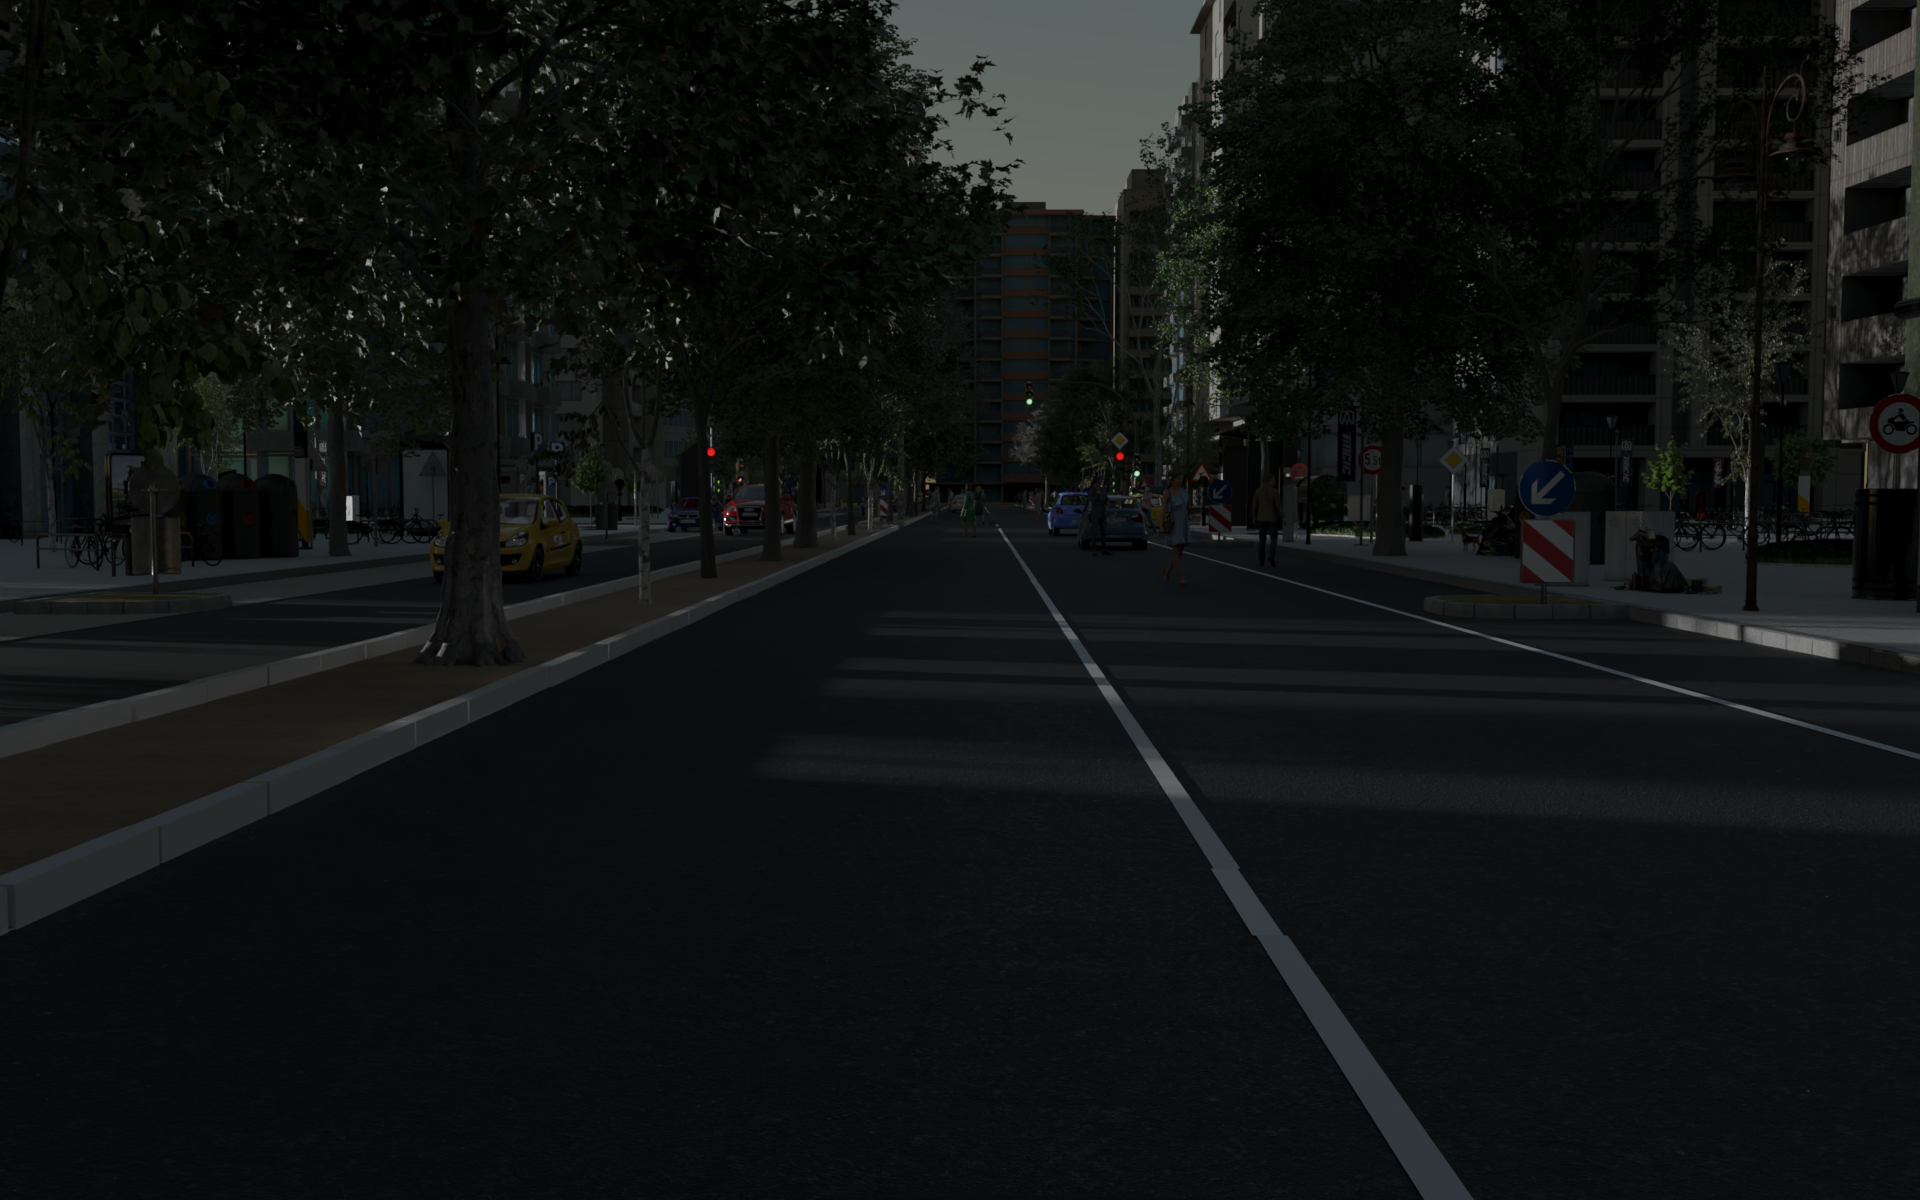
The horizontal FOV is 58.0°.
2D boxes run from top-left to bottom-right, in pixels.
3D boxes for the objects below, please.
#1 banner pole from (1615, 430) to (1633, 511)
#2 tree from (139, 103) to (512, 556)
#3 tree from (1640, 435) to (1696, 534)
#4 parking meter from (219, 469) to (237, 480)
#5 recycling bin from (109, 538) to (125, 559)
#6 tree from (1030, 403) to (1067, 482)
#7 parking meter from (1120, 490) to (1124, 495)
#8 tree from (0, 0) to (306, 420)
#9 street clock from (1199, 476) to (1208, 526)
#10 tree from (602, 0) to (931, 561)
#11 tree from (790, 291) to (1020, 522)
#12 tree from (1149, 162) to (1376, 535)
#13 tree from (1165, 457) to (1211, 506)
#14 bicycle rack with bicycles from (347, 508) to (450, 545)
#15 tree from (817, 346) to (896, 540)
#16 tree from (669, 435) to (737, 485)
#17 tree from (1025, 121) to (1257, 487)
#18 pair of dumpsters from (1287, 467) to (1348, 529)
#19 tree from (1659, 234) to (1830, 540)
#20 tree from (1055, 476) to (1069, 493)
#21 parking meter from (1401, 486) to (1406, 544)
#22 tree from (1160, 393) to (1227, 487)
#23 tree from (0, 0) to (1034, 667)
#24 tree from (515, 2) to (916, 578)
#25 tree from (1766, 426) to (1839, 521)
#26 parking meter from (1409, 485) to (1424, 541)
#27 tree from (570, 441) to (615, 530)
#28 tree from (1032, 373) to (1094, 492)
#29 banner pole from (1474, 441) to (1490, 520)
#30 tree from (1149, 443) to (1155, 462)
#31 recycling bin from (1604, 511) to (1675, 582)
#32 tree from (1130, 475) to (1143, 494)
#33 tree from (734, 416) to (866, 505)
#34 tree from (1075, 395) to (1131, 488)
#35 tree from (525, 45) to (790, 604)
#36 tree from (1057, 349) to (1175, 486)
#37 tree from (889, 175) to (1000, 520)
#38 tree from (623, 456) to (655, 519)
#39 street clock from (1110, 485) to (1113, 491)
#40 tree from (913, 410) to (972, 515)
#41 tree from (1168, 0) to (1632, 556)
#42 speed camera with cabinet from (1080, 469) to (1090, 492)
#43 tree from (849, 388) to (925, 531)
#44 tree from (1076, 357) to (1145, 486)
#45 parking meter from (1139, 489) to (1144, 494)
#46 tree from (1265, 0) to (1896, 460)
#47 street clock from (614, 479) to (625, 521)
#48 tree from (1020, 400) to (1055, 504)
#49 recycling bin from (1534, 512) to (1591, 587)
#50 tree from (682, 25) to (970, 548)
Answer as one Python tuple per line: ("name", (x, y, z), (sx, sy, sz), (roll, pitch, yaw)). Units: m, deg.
("banner pole", (25.976, -4.768, 67.981), (0.863, 3.779, 0.401), (0, 4, 4))
("tree", (-13.275, -7.173, 35.406), (7.486, 12.596, 7.792), (0, 3, 0))
("tree", (22.916, -3.728, 55.556), (1.663, 3.219, 1.824), (0, 3, 0))
("parking meter", (-17.291, -2.153, 40.905), (0.399, 1.863, 0.255), (-1, 4, -8))
("recycling bin", (-16.383, -1.335, 34.374), (0.722, 1.027, 0.722), (3, 5, 40))
("tree", (11.528, -16.197, 190.581), (9.928, 11.665, 9.643), (0, 3, 0))
("parking meter", (10.392, -6.379, 112.711), (0.372, 1.533, 0.369), (0, 3, 0))
("tree", (-4.171, -3.289, 6.602), (4.737, 8.622, 4.395), (0, 3, 0))
("street clock", (9.704, -3.945, 69.069), (0.358, 2.002, 0.471), (-1, 4, -14))
("tree", (-4.106, -7.116, 36.934), (7.486, 12.596, 7.792), (0, 3, 0))
("tree", (-3.340, -10.393, 82.754), (12.009, 13.543, 11.850), (0, 3, 0))
("tree", (9.516, -7.871, 54.444), (9.928, 11.665, 9.643), (0, 3, 0))
("tree", (18.795, -9.874, 145.146), (4.285, 4.588, 4.351), (0, 3, 0))
("bicycle rack with bicycles", (-14.477, -1.939, 45.089), (2.925, 0.926, 2.852), (-1, 4, -9))
("tree", (-3.941, -6.167, 53.644), (4.360, 8.622, 3.978), (0, 3, 0))
("tree", (-12.926, -6.347, 87.482), (4.285, 4.588, 4.351), (0, 3, 0))
("tree", (9.766, -14.385, 91.092), (12.611, 20.169, 13.585), (0, 3, 0))
("pair of dumpsters", (13.144, -3.753, 63.849), (1.574, 2.255, 4.437), (0, 4, 1))
("tree", (21.864, -5.998, 48.426), (4.360, 8.622, 3.978), (0, 3, 0))
("tree", (9.950, -10.615, 168.150), (1.663, 3.219, 1.824), (0, 3, 0))
("parking meter", (9.876, -1.877, 39.108), (0.372, 1.533, 0.369), (0, 3, 0))
("tree", (17.555, -10.698, 125.282), (4.737, 8.622, 4.395), (0, 3, 0))
("tree", (-4.140, -5.812, 14.499), (9.611, 12.733, 9.660), (0, 3, 0))
("tree", (-4.229, -5.657, 29.366), (8.767, 10.594, 7.601), (0, 4, 1))
("tree", (40.817, -6.136, 84.045), (4.285, 4.588, 4.351), (0, 3, 0))
("parking meter", (12.385, -2.361, 47.012), (0.372, 1.533, 0.369), (0, 3, 0))
("tree", (-14.026, -4.358, 65.850), (1.663, 3.219, 1.824), (0, 3, 0))
("tree", (10.676, -14.857, 161.038), (7.486, 12.596, 7.792), (0, 3, 0))
("banner pole", (24.805, -5.654, 82.462), (0.863, 3.779, 0.401), (1, 4, 14))
("tree", (16.770, -11.234, 134.036), (4.737, 8.622, 4.395), (0, 3, 0))
("recycling bin", (9.971, -0.786, 25.412), (0.722, 1.027, 0.722), (-3, 4, -38))
("tree", (15.566, -9.576, 151.172), (1.663, 3.219, 1.824), (0, 3, 0))
("tree", (-12.713, -12.047, 122.721), (9.928, 11.665, 9.643), (0, 3, 0))
("tree", (9.700, -10.276, 118.367), (4.737, 8.622, 4.395), (0, 3, 0))
("tree", (-4.085, -4.254, 22.369), (4.360, 8.622, 3.978), (0, 3, 0))
("tree", (10.035, -10.752, 110.215), (8.767, 10.594, 7.601), (2, 4, 33))
("tree", (-4.457, -14.518, 95.716), (12.611, 20.169, 13.585), (0, 3, 0))
("tree", (-16.436, -5.694, 87.694), (1.663, 3.219, 1.824), (0, 3, 0))
("street clock", (11.490, -7.783, 131.821), (0.358, 2.002, 0.471), (0, 4, 5))
("tree", (-2.768, -12.791, 137.346), (9.928, 11.665, 9.643), (0, 3, 0))
("tree", (9.067, -7.900, 35.817), (9.857, 13.997, 8.962), (0, 3, 0))
("speed camera with cabinet", (9.952, -8.582, 134.657), (0.660, 3.252, 2.038), (-1, 4, -16))
("tree", (-3.415, -6.928, 66.086), (4.737, 8.622, 4.395), (0, 3, 0))
("tree", (10.660, -13.939, 144.908), (9.611, 12.733, 9.660), (0, 3, 0))
("parking meter", (9.970, -5.288, 94.874), (0.372, 1.533, 0.369), (0, 3, 0))
("tree", (8.749, -5.588, 25.772), (8.767, 10.594, 7.601), (1, 4, 12))
("street clock", (-16.096, -4.729, 81.897), (0.471, 2.002, 0.358), (-2, 4, -23))
("tree", (11.292, -19.244, 225.008), (12.009, 13.543, 11.850), (0, 3, 0))
("recycling bin", (8.464, -0.721, 24.348), (0.722, 1.027, 0.722), (1, 4, 19))
("tree", (-4.101, -8.351, 45.646), (9.857, 13.997, 8.962), (0, 3, 0))
